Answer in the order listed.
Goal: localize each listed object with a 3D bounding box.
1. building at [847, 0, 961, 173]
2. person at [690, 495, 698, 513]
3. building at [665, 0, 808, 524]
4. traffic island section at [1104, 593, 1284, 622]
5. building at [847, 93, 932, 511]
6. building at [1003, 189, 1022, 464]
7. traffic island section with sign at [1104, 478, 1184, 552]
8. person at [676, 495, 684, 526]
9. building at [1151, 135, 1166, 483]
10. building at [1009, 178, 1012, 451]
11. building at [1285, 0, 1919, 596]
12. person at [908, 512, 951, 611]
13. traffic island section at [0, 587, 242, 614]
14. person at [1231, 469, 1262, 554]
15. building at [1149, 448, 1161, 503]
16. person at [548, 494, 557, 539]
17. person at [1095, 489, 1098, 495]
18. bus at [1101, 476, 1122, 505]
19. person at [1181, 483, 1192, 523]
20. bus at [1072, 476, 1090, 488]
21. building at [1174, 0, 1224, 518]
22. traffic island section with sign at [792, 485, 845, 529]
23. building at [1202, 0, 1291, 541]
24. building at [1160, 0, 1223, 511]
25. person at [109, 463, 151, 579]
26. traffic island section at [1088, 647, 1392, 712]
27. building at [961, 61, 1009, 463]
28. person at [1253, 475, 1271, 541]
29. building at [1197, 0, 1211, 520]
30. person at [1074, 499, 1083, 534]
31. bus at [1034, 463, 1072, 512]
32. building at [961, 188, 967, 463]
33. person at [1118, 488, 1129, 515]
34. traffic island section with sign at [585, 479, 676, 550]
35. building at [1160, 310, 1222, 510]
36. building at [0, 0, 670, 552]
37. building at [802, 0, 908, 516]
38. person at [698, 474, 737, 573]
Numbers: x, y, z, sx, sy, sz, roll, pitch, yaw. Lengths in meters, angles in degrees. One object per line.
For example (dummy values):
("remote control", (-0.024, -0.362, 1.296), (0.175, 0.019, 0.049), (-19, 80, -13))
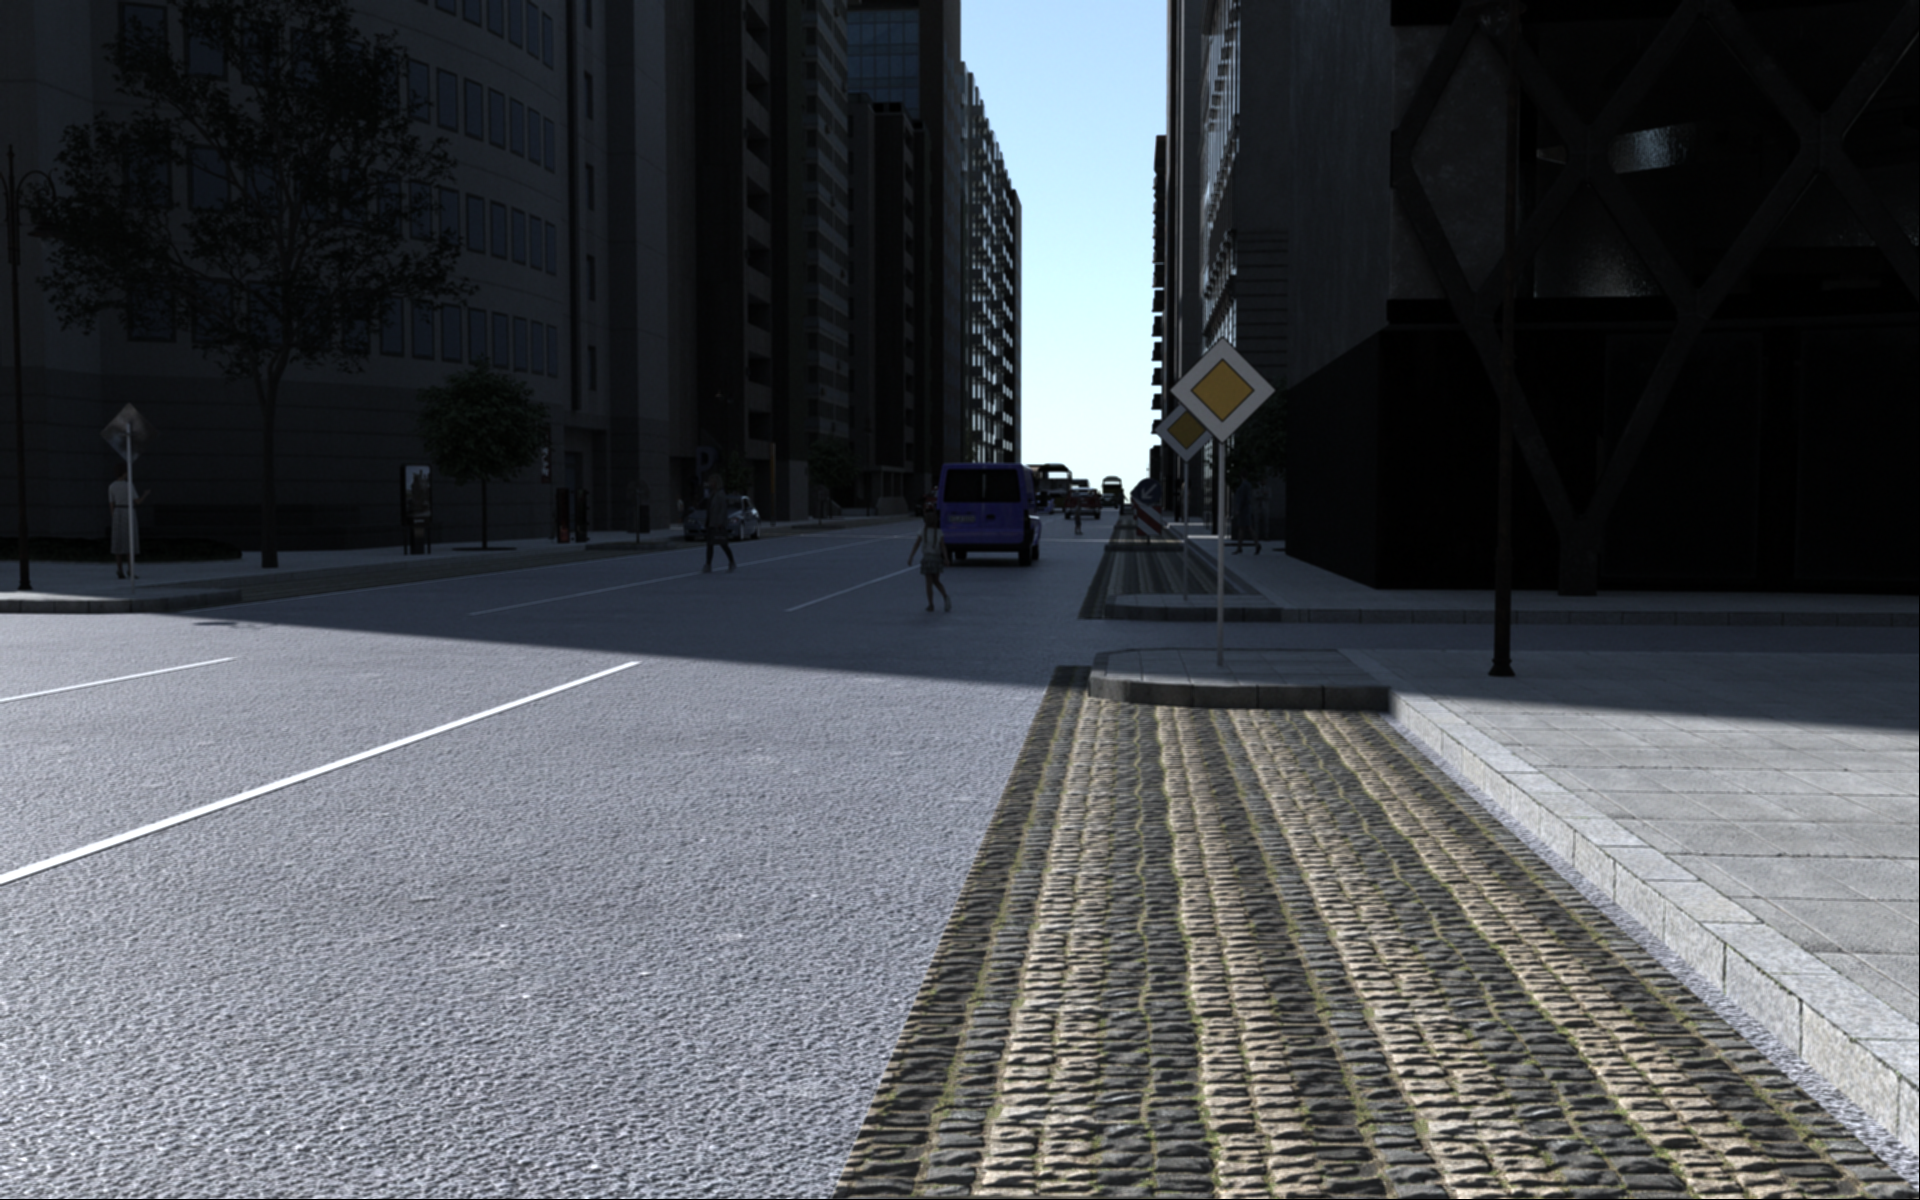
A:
("building", (-7.484, -30.135, 142.821), (14.600, 45.320, 14.200), (0, 4, 6))
("person", (-9.310, -3.065, 60.828), (0.362, 1.253, 0.373), (3, 4, 36))
("building", (-15.187, -18.796, 79.019), (14.160, 30.474, 14.107), (0, 4, 6))
("traffic island section", (2.759, 0.085, 20.888), (2.009, 0.180, 2.903), (0, 4, 6))
("building", (-9.851, -21.824, 128.531), (14.160, 30.474, 14.107), (0, 4, 6))
("building", (1.470, -36.567, 247.987), (14.600, 45.320, 14.200), (0, 4, 6))
("traffic island section with sign", (4.651, -2.146, 43.713), (1.989, 1.847, 2.006), (0, 4, 6))
("person", (-11.172, -3.567, 69.054), (0.352, 1.250, 0.332), (1, 4, 15))
("building", (34.173, -33.820, 207.579), (22.147, 44.769, 28.867), (0, 4, 6))
("building", (-4.833, -37.094, 226.094), (23.786, 49.044, 30.456), (0, 4, 6))
("building", (14.401, -9.760, 27.028), (16.811, 18.784, 16.820), (0, 4, 6))
("person", (-0.372, -0.466, 21.140), (0.505, 1.210, 0.382), (-1, 4, -16))
("traffic island section", (-10.619, 0.005, 22.191), (2.009, 0.180, 2.903), (0, 4, 6))
("person", (6.075, -1.877, 36.749), (0.581, 1.822, 0.654), (-3, 5, -44))
("building", (37.425, -56.473, 236.008), (22.319, 86.520, 31.000), (0, 4, 6))
("person", (-11.425, -2.387, 49.342), (0.475, 1.303, 0.640), (3, 4, 36))
("person", (10.070, -7.359, 128.822), (0.705, 1.823, 1.348), (2, 4, 31))
("bus", (20.973, -15.144, 239.149), (2.896, 3.916, 12.252), (0, 4, 5))
("person", (9.992, -4.288, 76.342), (0.537, 1.800, 0.526), (-1, 4, -11))
("bus", (14.103, -12.956, 206.685), (2.948, 3.499, 13.247), (0, 4, 5))
("building", (24.605, -34.863, 112.003), (21.231, 58.520, 28.212), (0, 4, 6))
("traffic island section with sign", (-5.811, -3.850, 71.571), (1.989, 1.847, 2.006), (0, 4, 6))
("building", (13.027, -12.635, 55.731), (9.793, 20.994, 18.267), (0, 4, 6))
("building", (23.004, -29.601, 134.087), (14.600, 45.320, 14.200), (0, 4, 6))
("person", (-12.599, -1.202, 26.266), (0.480, 1.755, 0.524), (0, 4, 7))
("traffic island section", (1.985, 0.571, 12.940), (2.009, 0.180, 2.903), (0, 4, 6))
("building", (-7.755, -35.243, 195.835), (23.786, 49.044, 30.456), (0, 4, 6))
("person", (8.212, -2.498, 47.060), (0.511, 1.800, 0.466), (0, 4, -7))
("building", (17.034, -18.461, 79.322), (11.434, 29.767, 29.804), (0, 4, 6))
("person", (4.233, -2.967, 61.700), (0.332, 1.250, 0.352), (-1, 4, -23))
("bus", (7.761, -9.170, 141.476), (2.896, 3.916, 12.252), (0, 4, 5))
("building", (-6.953, -23.591, 157.416), (14.160, 30.474, 14.107), (0, 4, 6))
("person", (10.981, -6.639, 117.126), (0.705, 1.814, 1.350), (2, 4, 34))
("traffic island section with sign", (-8.428, -2.209, 44.743), (1.989, 1.847, 2.006), (0, 4, 6))
("building", (32.215, -18.995, 155.613), (27.650, 21.520, 28.899), (0, 4, 6))
("building", (-22.567, -31.048, 49.637), (21.231, 58.520, 28.212), (0, 4, 6))
("building", (-20.215, -25.581, 110.135), (32.217, 40.220, 23.993), (0, 4, 6))
("person", (-4.384, -1.400, 31.565), (0.728, 1.800, 0.709), (-2, 4, -34))
